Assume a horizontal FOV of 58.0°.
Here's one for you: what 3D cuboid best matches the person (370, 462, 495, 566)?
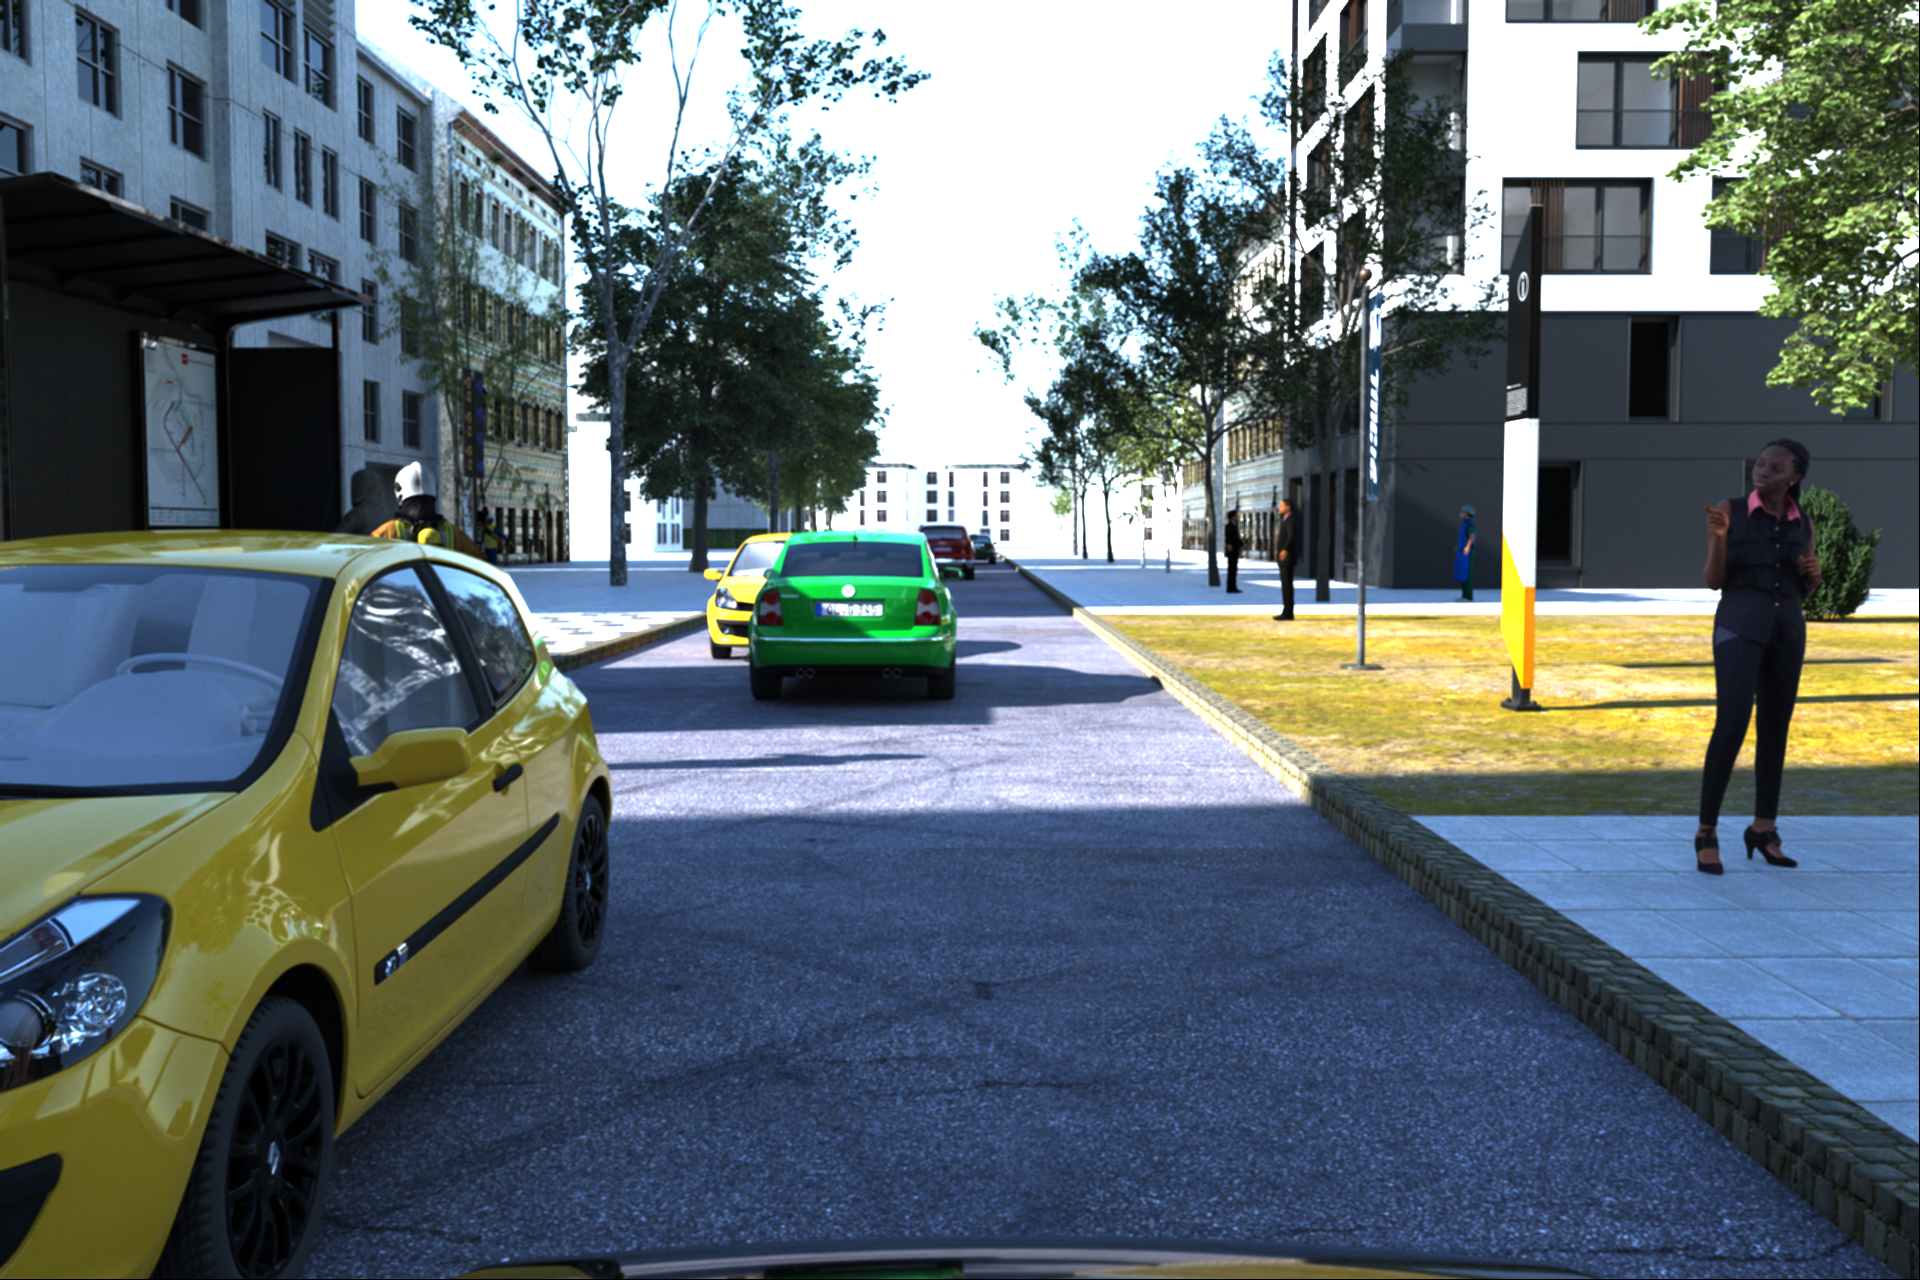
[{"bbox_3d":[-3.246,-0.131,10.364,1.354,1.858,0.705,-2,4,-34],"label":"person"}]

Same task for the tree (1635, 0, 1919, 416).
[{"bbox_3d":[10.726,-6.061,17.220,7.486,12.596,7.792,0,3,0],"label":"tree"}]

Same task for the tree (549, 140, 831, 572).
[{"bbox_3d":[-8.769,-9.249,57.878,9.857,13.997,8.962,0,3,0],"label":"tree"}]

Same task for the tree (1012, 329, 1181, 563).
[{"bbox_3d":[6.523,-8.782,77.995,7.601,10.594,8.767,2,4,30],"label":"tree"}]

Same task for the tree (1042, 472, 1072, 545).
[{"bbox_3d":[11.780,-15.459,203.124,4.737,8.622,4.395,0,3,0],"label":"tree"}]

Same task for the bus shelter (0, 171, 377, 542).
[{"bbox_3d":[-6.717,-1.412,14.373,1.731,3.624,6.357,0,4,0],"label":"bus shelter"}]

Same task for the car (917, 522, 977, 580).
[{"bbox_3d":[-0.567,-2.877,55.713,2.281,1.827,5.304,0,4,0],"label":"car"}]

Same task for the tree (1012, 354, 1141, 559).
[{"bbox_3d":[6.211,-9.528,90.192,7.601,10.594,8.767,-1,4,-11],"label":"tree"}]

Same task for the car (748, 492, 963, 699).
[{"bbox_3d":[-0.940,-0.464,16.390,1.959,1.807,4.718,0,4,-1],"label":"car"}]

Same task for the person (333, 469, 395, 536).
[{"bbox_3d":[-4.894,-0.496,14.242,0.705,1.813,1.348,2,4,23],"label":"person"}]

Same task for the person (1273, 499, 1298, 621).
[{"bbox_3d":[4.848,-1.199,25.821,0.704,1.802,1.346,0,4,7],"label":"person"}]

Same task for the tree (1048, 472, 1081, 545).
[{"bbox_3d":[12.294,-15.173,198.447,4.737,8.622,4.395,0,3,0],"label":"tree"}]

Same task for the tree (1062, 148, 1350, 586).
[{"bbox_3d":[5.944,-6.609,42.464,7.601,10.594,8.767,1,4,10],"label":"tree"}]

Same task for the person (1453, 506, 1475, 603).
[{"bbox_3d":[9.492,-1.617,32.561,0.704,1.817,1.347,0,4,7],"label":"person"}]

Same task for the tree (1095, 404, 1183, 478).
[{"bbox_3d":[21.300,-21.395,205.691,12.611,20.169,13.585,0,3,0],"label":"tree"}]

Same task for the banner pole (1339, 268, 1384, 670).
[{"bbox_3d":[3.821,-1.600,16.172,0.401,3.779,0.863,0,4,0],"label":"banner pole"}]

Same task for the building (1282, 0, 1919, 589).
[{"bbox_3d":[23.985,-12.951,55.726,27.936,21.610,32.646,0,3,0],"label":"building"}]

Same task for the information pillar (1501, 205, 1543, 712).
[{"bbox_3d":[4.104,-1.303,12.651,0.183,3.616,0.504,0,4,-1],"label":"information pillar"}]

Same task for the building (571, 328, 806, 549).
[{"bbox_3d":[-24.659,-18.215,164.274,16.747,18.905,31.486,0,4,1],"label":"building"}]

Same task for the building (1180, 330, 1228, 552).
[{"bbox_3d":[27.012,-18.286,129.910,19.493,23.208,18.063,0,4,0],"label":"building"}]

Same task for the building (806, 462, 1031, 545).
[{"bbox_3d":[-5.885,-15.845,203.664,28.070,9.664,9.099,0,4,6],"label":"building"}]

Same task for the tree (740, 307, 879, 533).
[{"bbox_3d":[-7.777,-10.265,85.956,7.486,12.596,7.792,0,3,0],"label":"tree"}]

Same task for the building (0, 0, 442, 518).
[{"bbox_3d":[-25.239,-10.636,40.360,16.747,18.905,31.486,0,4,0],"label":"building"}]

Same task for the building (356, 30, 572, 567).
[{"bbox_3d":[-27.292,-14.649,70.447,19.493,23.208,18.063,0,4,0],"label":"building"}]

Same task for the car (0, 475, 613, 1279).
[{"bbox_3d":[-2.067,0.359,4.354,2.015,1.641,3.980,0,4,1],"label":"car"}]

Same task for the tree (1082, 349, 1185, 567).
[{"bbox_3d":[7.101,-7.087,66.234,4.360,8.622,3.978,0,3,0],"label":"tree"}]

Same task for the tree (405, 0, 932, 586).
[{"bbox_3d":[-7.119,-11.374,41.852,12.611,20.169,13.585,0,3,0],"label":"tree"}]

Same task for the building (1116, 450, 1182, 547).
[{"bbox_3d":[21.979,-14.623,181.240,9.099,9.664,28.070,0,3,0],"label":"building"}]

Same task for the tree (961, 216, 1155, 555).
[{"bbox_3d":[6.274,-15.316,106.309,12.611,20.169,13.585,0,3,0],"label":"tree"}]

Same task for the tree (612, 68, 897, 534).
[{"bbox_3d":[-8.908,-13.307,73.461,12.611,20.169,13.585,0,3,0],"label":"tree"}]

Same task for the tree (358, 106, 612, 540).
[{"bbox_3d":[-8.829,-4.910,30.641,4.360,8.622,3.978,0,3,0],"label":"tree"}]

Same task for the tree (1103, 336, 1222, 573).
[{"bbox_3d":[6.843,-6.536,57.234,4.737,8.622,4.395,0,3,0],"label":"tree"}]

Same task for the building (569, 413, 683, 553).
[{"bbox_3d":[-25.890,-11.727,133.876,9.099,9.664,28.070,0,4,-1],"label":"building"}]

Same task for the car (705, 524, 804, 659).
[{"bbox_3d":[-2.020,-0.665,21.099,2.015,1.641,3.980,0,3,0],"label":"car"}]

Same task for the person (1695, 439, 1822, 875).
[{"bbox_3d":[3.056,0.055,6.608,0.415,1.643,0.593,3,5,43],"label":"person"}]

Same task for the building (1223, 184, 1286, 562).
[{"bbox_3d":[23.658,-15.519,84.669,19.493,23.208,18.063,0,3,0],"label":"building"}]

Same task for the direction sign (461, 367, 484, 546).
[{"bbox_3d":[-6.728,-1.957,23.993,0.379,3.537,0.876,0,4,1],"label":"direction sign"}]

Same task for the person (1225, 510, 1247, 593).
[{"bbox_3d":[5.986,-1.935,37.828,0.705,1.806,1.347,2,4,23],"label":"person"}]

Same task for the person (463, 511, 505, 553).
[{"bbox_3d":[-11.257,-2.092,40.355,1.345,1.843,0.704,-2,4,-27],"label":"person"}]

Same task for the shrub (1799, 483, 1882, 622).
[{"bbox_3d":[12.554,-1.282,25.385,1.690,2.028,1.600,0,3,0],"label":"shrub"}]

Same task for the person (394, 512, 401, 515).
[{"bbox_3d":[-14.190,-2.317,43.812,1.347,1.837,0.705,1,4,17],"label":"person"}]

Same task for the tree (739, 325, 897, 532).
[{"bbox_3d":[-8.366,-11.737,98.552,9.857,13.997,8.962,0,3,0],"label":"tree"}]

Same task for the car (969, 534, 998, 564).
[{"bbox_3d":[0.769,-4.355,83.009,2.131,1.459,4.920,0,4,-1],"label":"car"}]

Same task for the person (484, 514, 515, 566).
[{"bbox_3d":[-12.954,-2.562,47.857,1.349,1.833,0.705,1,4,16],"label":"person"}]

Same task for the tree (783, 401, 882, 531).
[{"bbox_3d":[-8.667,-11.535,114.353,9.928,11.665,9.643,0,3,0],"label":"tree"}]

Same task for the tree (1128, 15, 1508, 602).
[{"bbox_3d":[6.634,-5.988,32.322,8.767,10.594,7.601,3,5,42],"label":"tree"}]
